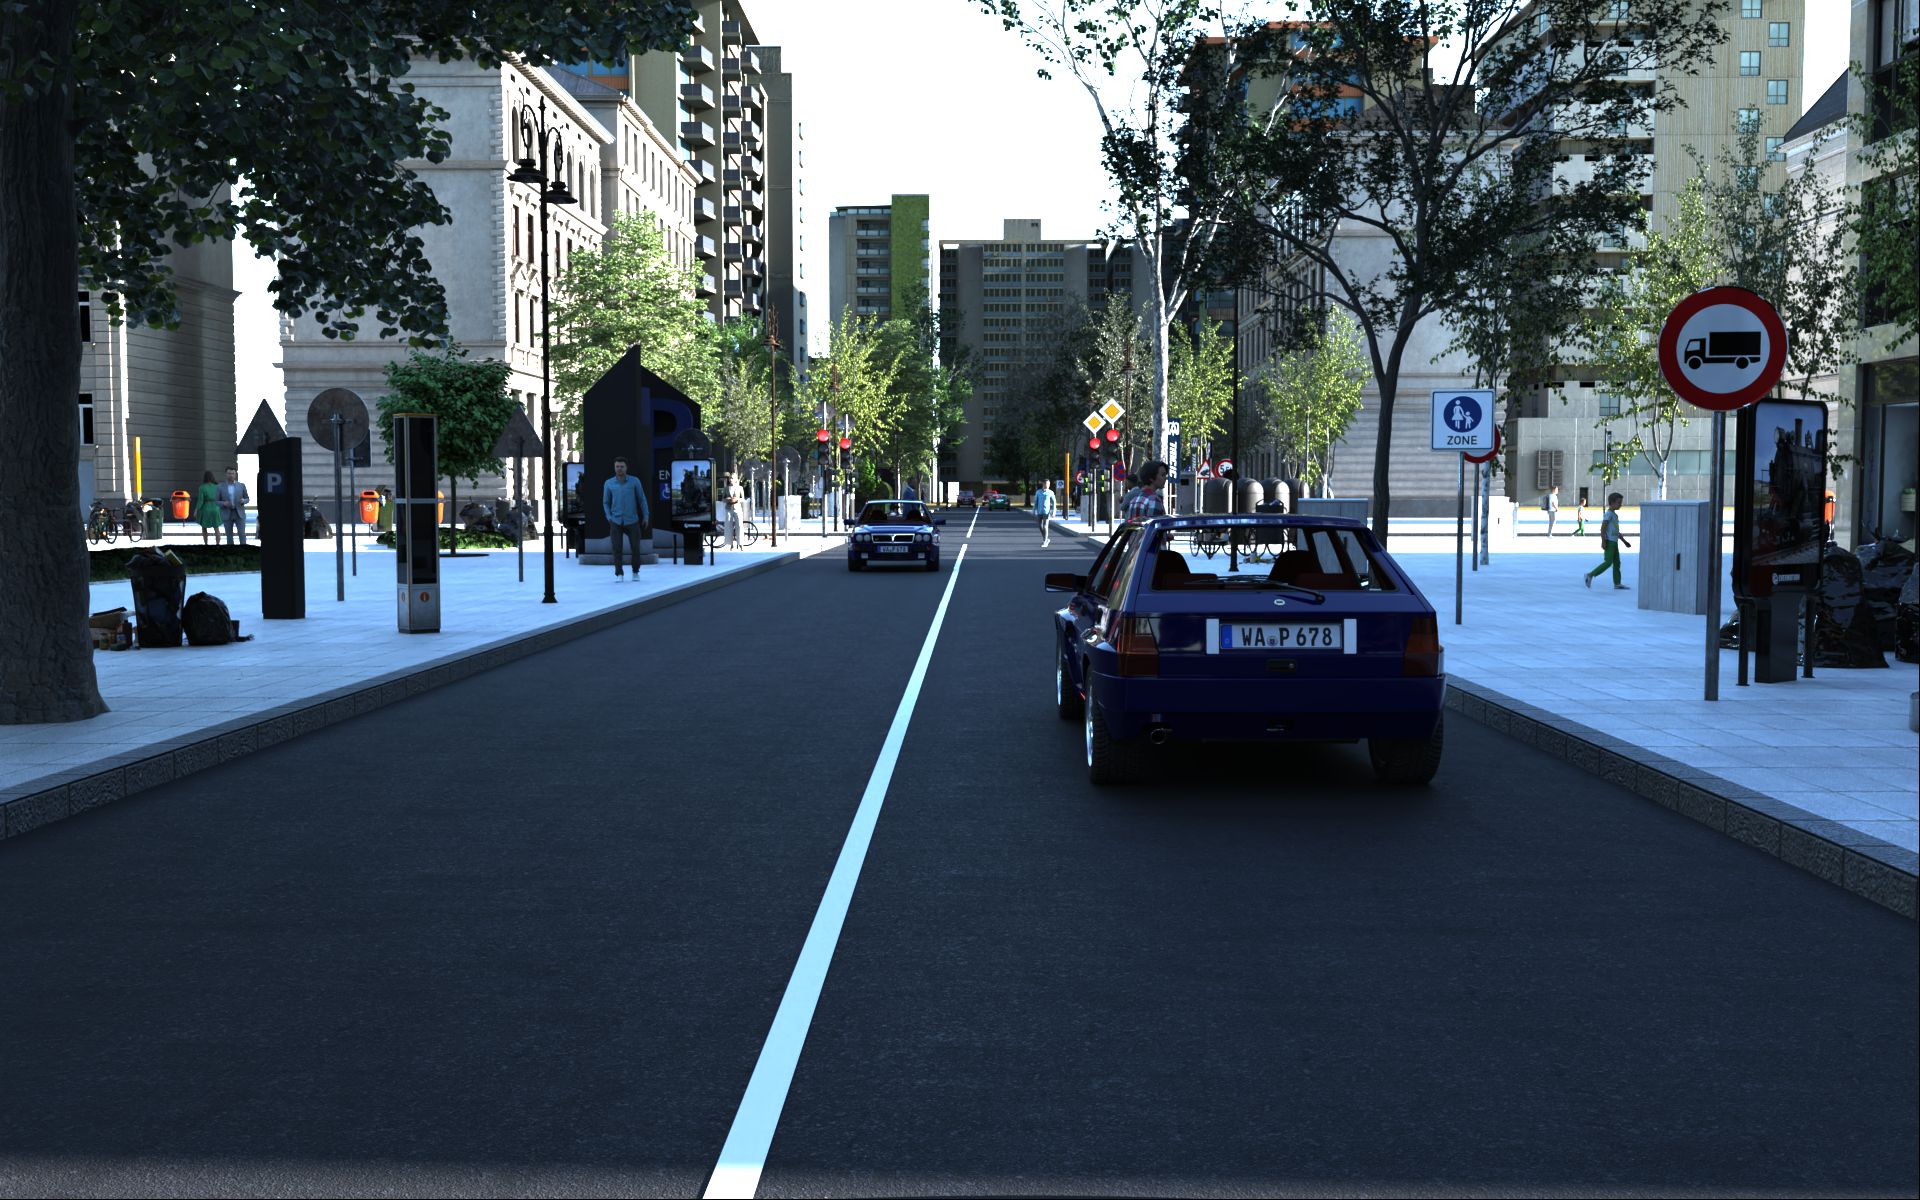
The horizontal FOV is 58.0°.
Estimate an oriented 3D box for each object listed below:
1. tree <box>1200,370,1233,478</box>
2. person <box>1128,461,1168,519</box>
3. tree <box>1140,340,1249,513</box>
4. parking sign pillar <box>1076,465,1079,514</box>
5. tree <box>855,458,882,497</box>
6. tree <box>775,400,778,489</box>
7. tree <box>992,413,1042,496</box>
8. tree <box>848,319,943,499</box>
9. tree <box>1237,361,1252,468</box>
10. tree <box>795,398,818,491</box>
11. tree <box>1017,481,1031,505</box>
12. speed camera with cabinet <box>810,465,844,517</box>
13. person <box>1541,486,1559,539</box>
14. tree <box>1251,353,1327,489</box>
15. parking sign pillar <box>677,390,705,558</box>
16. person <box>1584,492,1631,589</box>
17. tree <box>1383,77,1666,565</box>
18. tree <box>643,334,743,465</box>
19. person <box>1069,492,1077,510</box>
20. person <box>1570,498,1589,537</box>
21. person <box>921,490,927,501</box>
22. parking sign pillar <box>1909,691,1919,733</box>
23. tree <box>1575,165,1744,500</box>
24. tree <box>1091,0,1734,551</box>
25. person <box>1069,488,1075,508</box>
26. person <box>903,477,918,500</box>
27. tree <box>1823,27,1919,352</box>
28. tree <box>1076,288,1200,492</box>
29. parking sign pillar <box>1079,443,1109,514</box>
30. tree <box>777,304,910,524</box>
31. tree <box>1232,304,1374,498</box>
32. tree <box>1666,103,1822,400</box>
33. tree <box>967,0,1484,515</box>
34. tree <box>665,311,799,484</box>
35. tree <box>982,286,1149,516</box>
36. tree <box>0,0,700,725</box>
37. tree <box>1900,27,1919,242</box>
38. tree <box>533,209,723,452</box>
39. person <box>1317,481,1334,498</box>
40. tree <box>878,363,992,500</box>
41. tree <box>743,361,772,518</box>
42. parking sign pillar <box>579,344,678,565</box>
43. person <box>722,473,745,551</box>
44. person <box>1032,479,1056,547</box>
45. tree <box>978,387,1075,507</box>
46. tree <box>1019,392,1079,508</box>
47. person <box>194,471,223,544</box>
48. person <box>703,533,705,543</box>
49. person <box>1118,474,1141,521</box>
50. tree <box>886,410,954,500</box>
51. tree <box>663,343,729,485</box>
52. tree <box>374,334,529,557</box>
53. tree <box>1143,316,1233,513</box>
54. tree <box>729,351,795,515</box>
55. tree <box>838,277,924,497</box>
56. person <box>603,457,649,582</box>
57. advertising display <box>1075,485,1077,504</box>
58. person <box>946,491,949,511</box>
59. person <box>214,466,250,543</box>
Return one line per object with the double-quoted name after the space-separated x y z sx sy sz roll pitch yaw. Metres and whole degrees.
11.238 -8.523 89.708 4.360 8.622 3.978 0 3 0 "tree"
1.585 -0.347 15.014 0.643 1.720 0.563 -1 4 -12 "person"
15.848 -11.782 118.384 9.928 11.665 9.643 0 3 0 "tree"
8.341 -7.655 113.639 1.447 3.967 1.447 2 4 34 "parking sign pillar"
-4.471 -5.533 85.067 1.663 3.219 1.824 0 3 0 "tree"
-5.397 -7.578 74.262 4.737 8.622 4.395 0 3 0 "tree"
6.916 -15.637 181.416 9.928 11.665 9.643 0 3 0 "tree"
-4.404 -11.902 112.730 7.486 12.596 7.792 0 3 0 "tree"
15.307 -8.939 96.521 4.360 8.622 3.978 0 3 0 "tree"
-11.898 -10.682 125.018 4.360 8.622 3.978 0 3 0 "tree"
7.505 -13.059 208.117 1.663 3.219 1.824 0 3 0 "tree"
-7.377 -6.218 95.999 0.660 3.252 2.038 3 5 44 "speed camera with cabinet"
16.928 -2.503 49.565 0.523 1.515 0.503 -2 4 -35 "person"
17.237 -8.514 89.561 4.360 8.622 3.978 0 3 0 "tree"
-5.936 -2.864 35.306 1.447 3.967 1.447 0 4 -3 "parking sign pillar"
8.748 -0.800 23.378 0.590 1.304 0.306 1 4 20 "person"
9.770 -4.946 31.228 4.360 8.622 3.978 0 3 0 "tree"
-12.548 -7.691 76.109 4.737 8.622 4.395 0 3 0 "tree"
9.176 -7.887 135.731 1.217 1.736 0.721 1 4 10 "person"
19.531 -2.559 54.584 0.590 1.304 0.306 0 4 1 "person"
-4.131 -11.182 189.554 1.217 1.739 0.721 -3 4 -37 "person"
5.850 -1.259 9.055 1.447 3.967 1.447 -2 4 -30 "parking sign pillar"
16.157 -5.469 39.788 4.737 8.622 4.395 0 3 0 "tree"
5.516 -5.414 22.934 8.767 10.594 7.601 1 4 22 "tree"
10.290 -9.208 156.561 1.348 1.831 0.705 1 4 14 "person"
-1.059 -1.784 37.850 0.419 1.800 0.721 0 4 -3 "person"
15.632 -4.696 27.144 4.737 8.622 4.395 0 3 0 "tree"
6.028 -6.801 61.560 4.360 8.622 3.978 0 3 0 "tree"
7.262 -6.338 92.103 1.447 3.967 1.447 0 4 -4 "parking sign pillar"
-4.218 -7.201 68.105 4.737 8.622 4.395 0 3 0 "tree"
13.499 -7.017 65.087 4.737 8.622 4.395 0 3 0 "tree"
15.299 -5.031 32.619 4.360 8.622 3.978 0 3 0 "tree"
6.163 -11.356 41.560 12.611 20.169 13.585 0 3 0 "tree"
-13.107 -10.628 99.527 9.928 11.665 9.643 0 3 0 "tree"
6.275 -11.675 101.253 12.009 13.543 11.850 0 3 0 "tree"
-5.339 -6.299 9.636 9.857 13.997 8.962 0 3 0 "tree"
13.647 -4.361 21.669 4.360 8.622 3.978 0 3 0 "tree"
-13.114 -9.228 69.010 7.486 12.596 7.792 0 3 0 "tree"
14.424 -3.837 68.765 0.794 1.824 0.713 1 4 10 "person"
-3.084 -12.811 135.216 9.928 11.665 9.643 0 3 0 "tree"
-11.158 -8.716 92.869 4.737 8.622 4.395 0 3 0 "tree"
-6.274 -2.646 31.736 1.447 3.967 1.447 2 4 32 "parking sign pillar"
-5.112 -1.983 39.014 0.519 1.759 0.362 0 4 -3 "person"
2.353 -2.386 47.375 0.638 1.841 0.748 2 4 31 "person"
6.619 -15.582 171.776 9.611 12.733 9.660 0 3 0 "tree"
6.463 -10.717 125.583 4.737 8.622 4.395 0 3 0 "tree"
-16.554 -1.953 38.215 0.529 1.795 0.600 2 4 35 "person"
-6.041 -2.078 39.376 0.474 1.900 0.648 -3 5 -44 "person"
3.117 -1.399 31.556 0.466 1.800 0.511 2 4 28 "person"
-4.109 -14.226 167.007 7.601 10.594 8.767 -3 5 -39 "tree"
-13.513 -8.099 82.777 4.360 8.622 3.978 0 3 0 "tree"
-10.475 -3.173 35.595 4.285 4.588 4.351 0 3 0 "tree"
9.655 -7.368 70.829 4.737 8.622 4.395 0 3 0 "tree"
-11.032 -8.389 87.518 4.360 8.622 3.978 0 3 0 "tree"
-4.629 -18.217 153.730 12.611 20.169 13.585 0 3 0 "tree"
-4.885 -1.180 25.359 0.660 1.820 0.620 -1 4 -9 "person"
8.609 -7.154 122.182 0.974 1.923 0.123 0 4 3 "advertising display"
-1.024 -8.552 149.040 0.721 1.736 1.217 0 4 -5 "person"
-13.271 -1.552 31.612 0.606 1.804 0.583 -2 4 -25 "person"
